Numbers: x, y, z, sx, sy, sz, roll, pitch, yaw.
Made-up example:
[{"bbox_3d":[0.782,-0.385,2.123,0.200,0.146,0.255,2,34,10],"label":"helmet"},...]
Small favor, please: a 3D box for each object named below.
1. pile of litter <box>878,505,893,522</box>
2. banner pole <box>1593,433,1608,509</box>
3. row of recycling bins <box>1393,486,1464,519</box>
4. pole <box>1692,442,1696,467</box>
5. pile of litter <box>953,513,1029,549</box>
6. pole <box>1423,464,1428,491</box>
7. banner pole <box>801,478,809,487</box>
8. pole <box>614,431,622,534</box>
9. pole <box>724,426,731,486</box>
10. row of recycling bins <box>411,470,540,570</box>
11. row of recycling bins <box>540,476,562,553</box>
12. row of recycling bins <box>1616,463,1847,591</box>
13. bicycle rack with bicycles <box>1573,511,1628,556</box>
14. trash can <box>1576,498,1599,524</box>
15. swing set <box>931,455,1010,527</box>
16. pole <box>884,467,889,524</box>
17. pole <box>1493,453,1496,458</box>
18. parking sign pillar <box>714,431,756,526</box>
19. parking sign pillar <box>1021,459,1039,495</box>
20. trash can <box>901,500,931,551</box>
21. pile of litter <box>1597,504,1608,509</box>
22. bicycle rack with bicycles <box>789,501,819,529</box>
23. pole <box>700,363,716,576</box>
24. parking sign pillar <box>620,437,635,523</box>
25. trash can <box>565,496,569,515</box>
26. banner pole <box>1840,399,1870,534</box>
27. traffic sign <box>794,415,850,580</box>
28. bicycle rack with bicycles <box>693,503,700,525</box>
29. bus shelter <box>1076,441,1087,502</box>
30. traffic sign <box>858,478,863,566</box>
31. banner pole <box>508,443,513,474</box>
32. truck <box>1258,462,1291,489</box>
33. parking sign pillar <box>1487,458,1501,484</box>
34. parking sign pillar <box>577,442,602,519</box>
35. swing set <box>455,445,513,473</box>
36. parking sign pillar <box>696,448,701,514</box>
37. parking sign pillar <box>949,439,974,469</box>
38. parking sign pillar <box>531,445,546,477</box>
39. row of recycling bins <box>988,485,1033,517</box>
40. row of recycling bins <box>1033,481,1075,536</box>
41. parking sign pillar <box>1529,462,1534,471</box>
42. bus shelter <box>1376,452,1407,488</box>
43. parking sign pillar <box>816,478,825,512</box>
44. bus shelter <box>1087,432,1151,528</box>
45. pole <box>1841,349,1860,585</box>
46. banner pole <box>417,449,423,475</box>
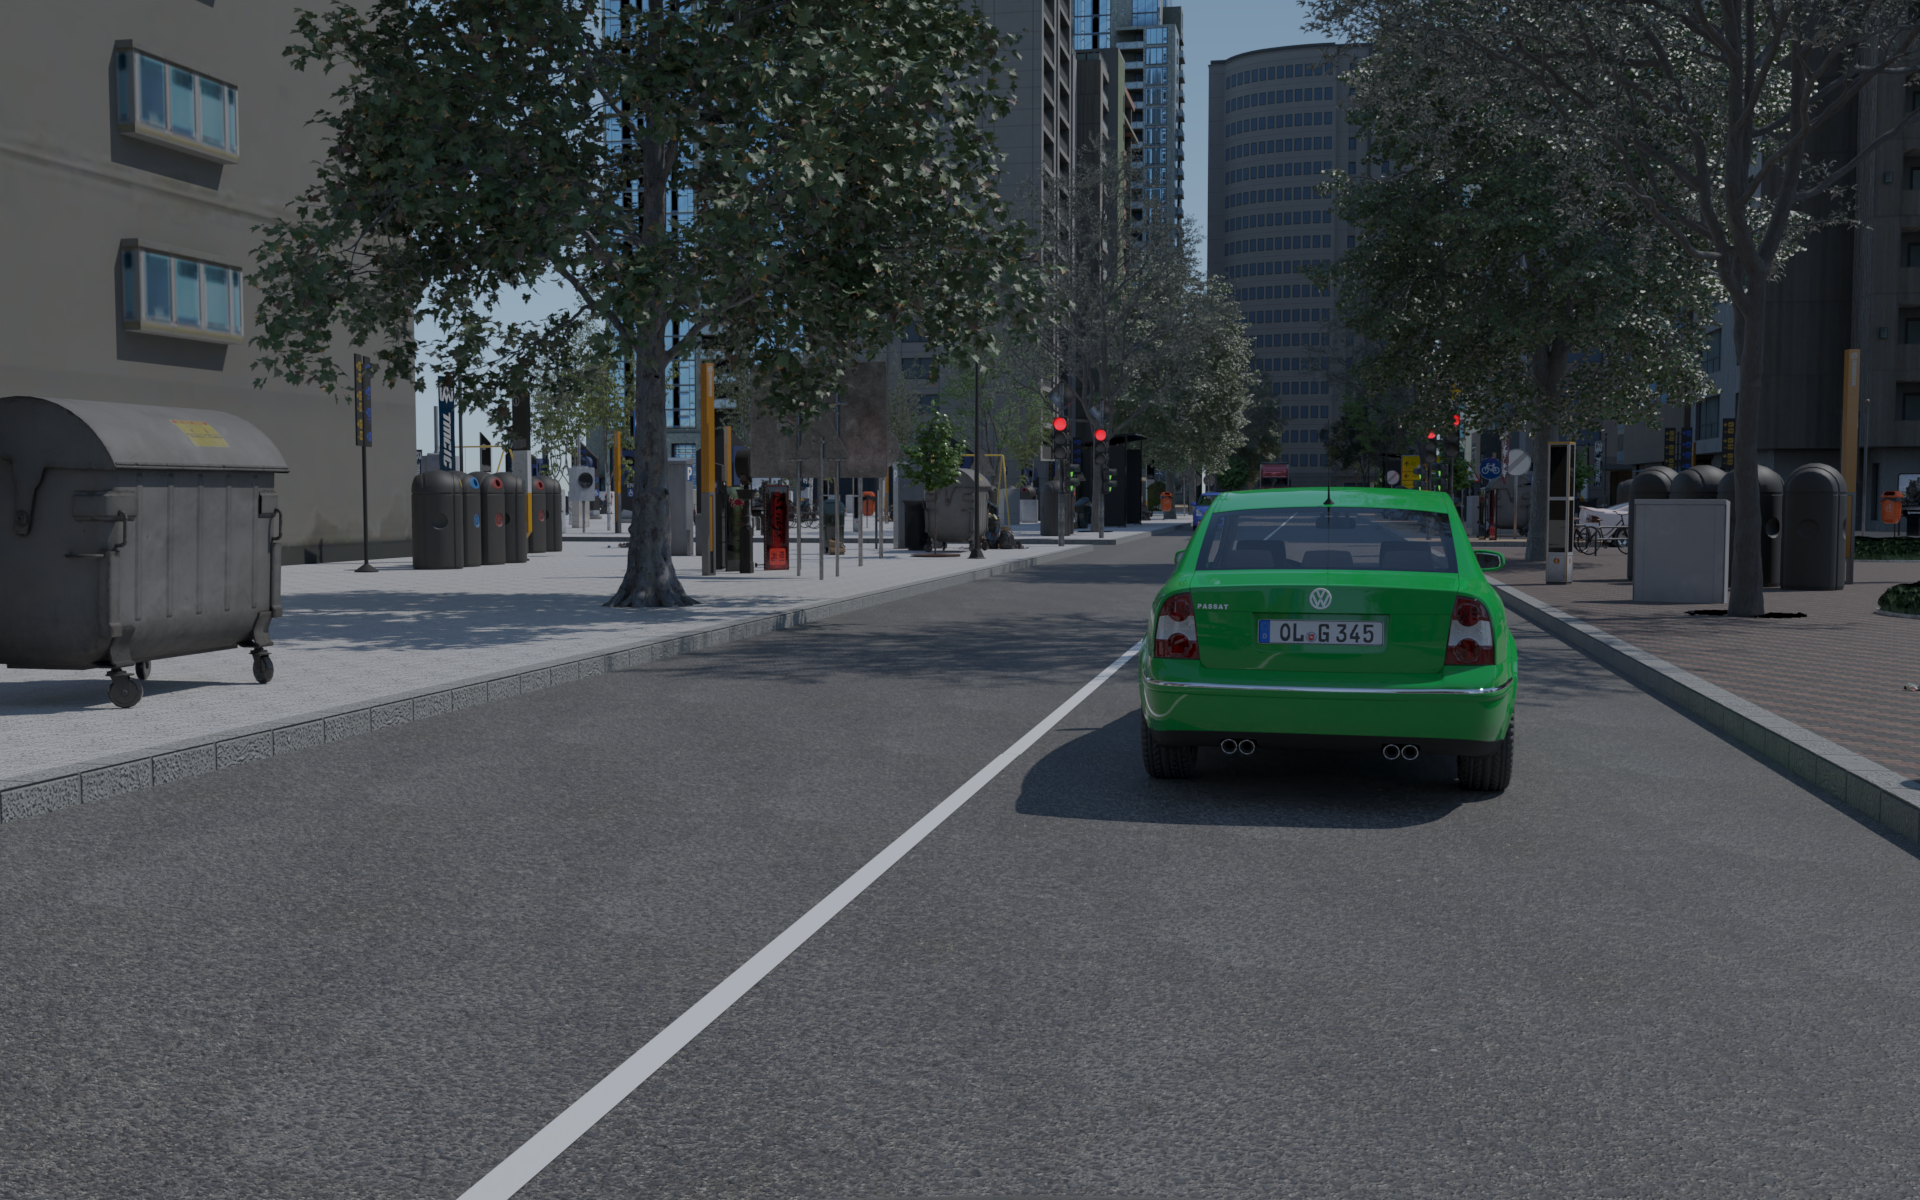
[{"bbox_3d":[-3.339,-4.059,80.329,1.176,0.858,1.719,1,4,9],"label":"pile of litter"},{"bbox_3d":[26.277,-4.954,71.023,0.401,3.779,0.863,-2,4,-24],"label":"banner pole"},{"bbox_3d":[22.687,-4.702,83.991,3.534,1.692,1.069,0,4,-6],"label":"row of recycling bins"},{"bbox_3d":[28.840,-4.549,68.214,0.158,3.312,0.155,0,3,0],"label":"pole"},{"bbox_3d":[0.719,-1.629,40.595,1.719,0.858,1.176,1,4,23],"label":"pile of litter"},{"bbox_3d":[15.142,-3.816,56.240,0.158,3.312,0.155,0,3,0],"label":"pole"},{"bbox_3d":[-7.160,-5.426,78.729,0.863,3.779,0.401,-3,5,-43],"label":"banner pole"},{"bbox_3d":[-11.133,-3.820,56.308,0.158,3.312,0.155,0,3,0],"label":"pole"},{"bbox_3d":[-7.001,-3.572,52.240,0.158,3.312,0.155,0,3,0],"label":"pole"},{"bbox_3d":[-8.771,-1.458,30.949,1.069,1.692,3.534,1,4,9],"label":"row of recycling bins"},{"bbox_3d":[-9.510,-1.842,37.223,1.069,1.692,3.534,0,4,7],"label":"row of recycling bins"},{"bbox_3d":[10.900,-1.065,24.518,1.069,1.692,3.534,-2,4,-24],"label":"row of recycling bins"},{"bbox_3d":[13.306,-1.450,37.095,2.925,0.926,2.852,-2,4,-28],"label":"bicycle rack with bicycles"},{"bbox_3d":[21.300,-2.886,58.837,0.748,1.137,0.748,0,3,0],"label":"trash can"},{"bbox_3d":[0.188,-4.345,68.665,3.119,2.851,2.862,-1,4,-10],"label":"swing set"},{"bbox_3d":[-3.201,-4.992,75.464,0.158,3.312,0.155,0,3,0],"label":"pole"},{"bbox_3d":[26.231,-5.579,85.062,0.158,3.312,0.155,0,3,0],"label":"pole"},{"bbox_3d":[-8.907,-5.004,70.295,1.447,3.967,1.447,3,5,41],"label":"parking sign pillar"},{"bbox_3d":[5.098,-8.392,125.686,1.447,3.967,1.447,-2,4,-30],"label":"parking sign pillar"},{"bbox_3d":[-0.961,-1.698,39.422,0.748,1.137,0.748,0,3,0],"label":"trash can"},{"bbox_3d":[28.207,-3.825,76.507,1.176,0.858,1.719,-1,4,-9],"label":"pile of litter"},{"bbox_3d":[-5.958,-3.115,64.320,2.925,0.926,2.852,0,4,-3],"label":"bicycle rack with bicycles"},{"bbox_3d":[-3.948,-2.036,27.129,0.158,3.312,0.155,0,3,0],"label":"pole"},{"bbox_3d":[-14.546,-5.406,76.857,1.447,3.967,1.447,0,4,2],"label":"parking sign pillar"},{"bbox_3d":[-23.813,-5.653,104.081,0.748,1.137,0.748,0,3,0],"label":"trash can"},{"bbox_3d":[23.769,-3.421,45.958,0.863,3.779,0.401,3,5,44],"label":"banner pole"},{"bbox_3d":[-2.068,-1.577,25.789,0.884,2.594,0.081,1,4,18],"label":"traffic sign"},{"bbox_3d":[-11.863,-3.562,71.626,2.852,0.926,2.925,0,4,5],"label":"bicycle rack with bicycles"},{"bbox_3d":[6.318,-5.165,75.735,1.731,3.624,6.357,1,4,12],"label":"bus shelter"},{"bbox_3d":[-1.766,-1.869,30.670,0.768,2.556,0.104,1,4,17],"label":"traffic sign"},{"bbox_3d":[-16.562,-4.589,65.048,0.863,3.779,0.401,-1,4,-12],"label":"banner pole"},{"bbox_3d":[27.841,-10.071,153.574,2.839,4.237,11.283,1,4,10],"label":"truck"},{"bbox_3d":[36.024,-7.815,116.240,1.447,3.967,1.447,-2,4,-25],"label":"parking sign pillar"},{"bbox_3d":[-18.947,-6.090,88.041,1.447,3.967,1.447,2,4,34],"label":"parking sign pillar"},{"bbox_3d":[-15.894,-3.588,56.289,3.119,2.851,2.862,2,4,26],"label":"swing set"},{"bbox_3d":[-10.563,-5.220,73.821,1.447,3.967,1.447,0,4,5],"label":"parking sign pillar"},{"bbox_3d":[-0.025,-5.345,75.864,1.447,3.967,1.447,-1,4,-10],"label":"parking sign pillar"},{"bbox_3d":[-22.527,-6.435,93.677,1.447,3.967,1.447,-2,4,-24],"label":"parking sign pillar"},{"bbox_3d":[2.768,-4.625,82.734,3.534,1.692,1.069,1,4,18],"label":"row of recycling bins"},{"bbox_3d":[3.031,-2.879,54.191,1.069,1.692,3.534,0,4,6],"label":"row of recycling bins"},{"bbox_3d":[34.387,-7.168,105.676,1.447,3.967,1.447,1,4,23],"label":"parking sign pillar"},{"bbox_3d":[24.792,-6.601,99.204,1.731,3.624,6.357,1,4,12],"label":"bus shelter"},{"bbox_3d":[-9.177,-7.795,115.914,1.447,3.967,1.447,-1,4,-20],"label":"parking sign pillar"},{"bbox_3d":[6.467,-4.765,69.186,1.731,3.624,6.357,1,4,12],"label":"bus shelter"},{"bbox_3d":[12.589,-1.877,24.532,0.158,3.312,0.155,0,3,0],"label":"pole"},{"bbox_3d":[-26.842,-5.824,85.236,0.863,3.779,0.401,-2,4,-27],"label":"banner pole"}]
